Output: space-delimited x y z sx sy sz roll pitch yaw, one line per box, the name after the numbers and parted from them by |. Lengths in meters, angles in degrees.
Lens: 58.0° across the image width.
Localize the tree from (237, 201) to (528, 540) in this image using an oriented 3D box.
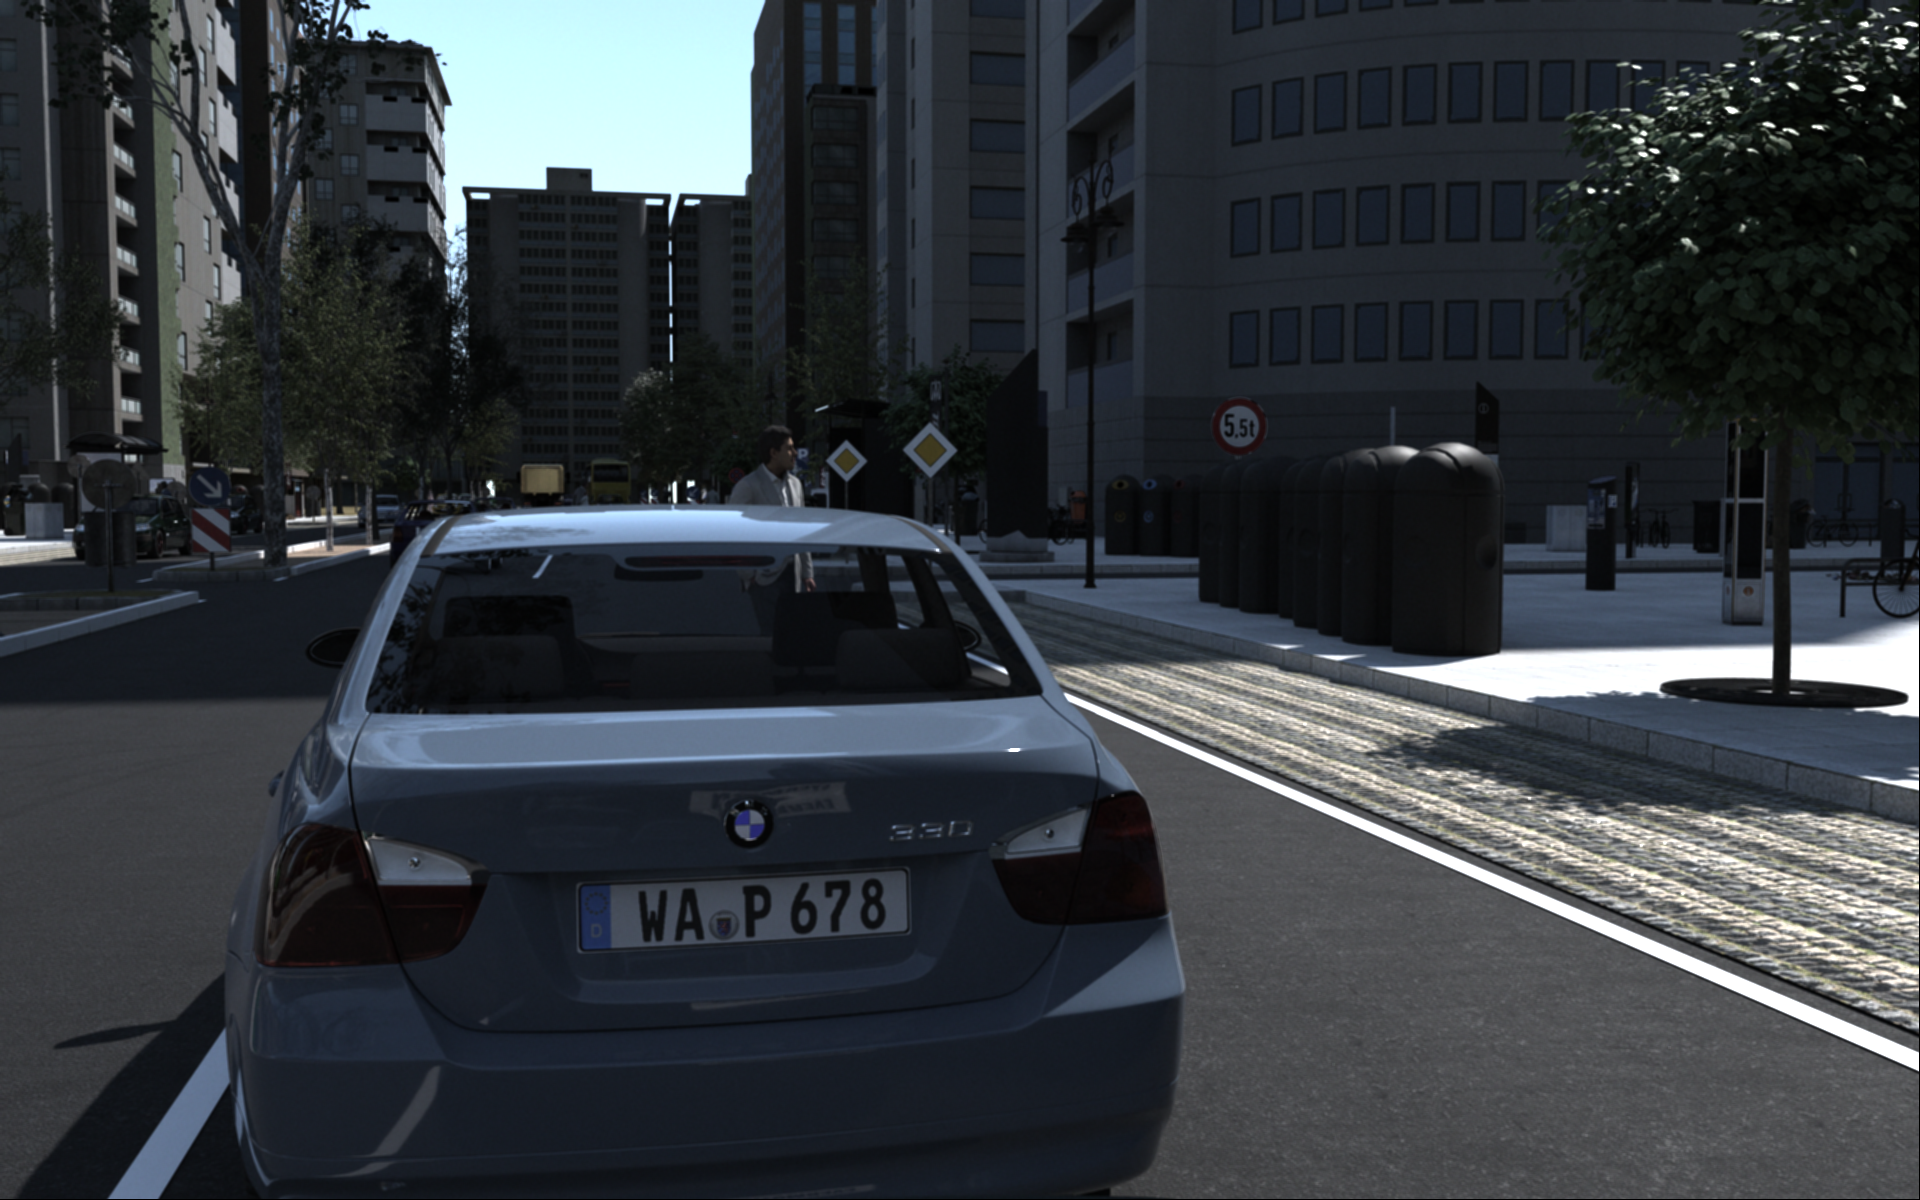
-18.235 -7.156 53.875 8.767 10.594 7.601 -1 4 -12 | tree

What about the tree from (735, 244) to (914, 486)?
-3.529 -6.214 51.953 4.737 8.622 4.395 0 3 0 | tree

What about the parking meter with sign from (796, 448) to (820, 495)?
-5.647 -4.276 66.169 0.543 3.016 1.738 1 4 19 | parking meter with sign

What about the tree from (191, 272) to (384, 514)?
-35.149 -10.389 87.987 7.486 12.596 7.792 0 3 0 | tree

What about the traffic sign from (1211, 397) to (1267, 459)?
3.664 -1.392 22.863 0.768 2.556 0.104 -1 4 -10 | traffic sign

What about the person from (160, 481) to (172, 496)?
-23.431 -2.591 51.040 0.419 1.800 0.721 -1 4 -16 | person

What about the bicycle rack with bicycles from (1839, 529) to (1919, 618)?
10.430 -0.237 17.261 2.925 0.926 2.852 -1 4 -11 | bicycle rack with bicycles

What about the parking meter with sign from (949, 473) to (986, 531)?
0.511 -3.871 59.559 1.738 3.016 0.543 0 4 -7 | parking meter with sign

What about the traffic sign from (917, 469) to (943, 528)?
-0.711 -2.651 43.342 0.884 2.594 0.081 0 4 -7 | traffic sign

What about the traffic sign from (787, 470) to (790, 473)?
-6.310 -3.696 60.538 0.768 2.556 0.104 0 4 -3 | traffic sign

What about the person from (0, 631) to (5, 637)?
-9.147 -0.202 16.067 0.640 1.303 0.475 1 4 11 | person

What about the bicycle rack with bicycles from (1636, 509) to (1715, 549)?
17.295 -1.730 41.670 2.852 0.926 2.925 2 4 29 | bicycle rack with bicycles

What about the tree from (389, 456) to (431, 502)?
-45.743 -9.784 143.684 4.285 4.588 4.351 0 3 0 | tree

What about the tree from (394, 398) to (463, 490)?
-52.312 -14.996 170.939 9.928 11.665 9.643 0 3 0 | tree

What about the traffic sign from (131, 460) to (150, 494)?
-30.910 -3.983 65.124 0.884 2.594 0.081 0 4 -7 | traffic sign

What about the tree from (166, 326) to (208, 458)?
-31.579 -7.561 73.978 4.737 8.622 4.395 0 3 0 | tree

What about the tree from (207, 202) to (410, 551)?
-15.676 -5.507 42.855 4.737 8.622 4.395 0 3 0 | tree

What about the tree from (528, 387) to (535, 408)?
-20.745 -7.966 67.120 8.767 10.594 7.601 -1 4 -12 | tree

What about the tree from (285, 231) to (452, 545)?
-16.484 -5.828 48.102 4.360 8.622 3.978 0 3 0 | tree

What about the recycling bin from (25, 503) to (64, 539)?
-26.099 -2.252 49.372 0.722 1.027 0.722 1 4 16 | recycling bin

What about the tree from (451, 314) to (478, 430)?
-19.144 -6.636 61.315 4.360 8.622 3.978 0 3 0 | tree

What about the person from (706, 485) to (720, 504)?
-10.503 -3.986 73.764 0.635 1.810 0.391 0 4 4 | person

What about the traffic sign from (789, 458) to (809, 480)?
-5.798 -3.781 61.931 0.768 2.556 0.104 0 4 -8 | traffic sign

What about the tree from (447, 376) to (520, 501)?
-25.301 -8.472 91.344 4.737 8.622 4.395 0 3 0 | tree

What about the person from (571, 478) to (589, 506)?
-9.379 -2.099 42.922 0.850 1.850 0.679 0 4 -3 | person

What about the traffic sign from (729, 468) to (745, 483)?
-10.727 -5.085 83.243 0.768 2.556 0.104 0 4 -4 | traffic sign

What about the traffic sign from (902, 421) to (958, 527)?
-0.418 -1.246 24.019 0.795 2.450 0.064 -1 4 -12 | traffic sign

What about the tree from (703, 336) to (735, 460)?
-9.427 -7.873 79.083 4.737 8.622 4.395 0 3 0 | tree

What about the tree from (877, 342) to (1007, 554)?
-0.081 -3.295 37.591 4.285 4.588 4.351 0 3 0 | tree

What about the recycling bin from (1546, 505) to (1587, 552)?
13.531 -1.597 38.659 0.722 1.027 0.722 0 4 6 | recycling bin

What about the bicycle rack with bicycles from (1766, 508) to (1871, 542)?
20.956 -1.805 42.894 2.925 0.926 2.852 -2 4 -28 | bicycle rack with bicycles

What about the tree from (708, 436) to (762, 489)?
-11.175 -6.422 88.714 4.285 4.588 4.351 0 3 0 | tree

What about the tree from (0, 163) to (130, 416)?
-25.890 -6.797 45.548 8.767 10.594 7.601 0 4 -5 | tree

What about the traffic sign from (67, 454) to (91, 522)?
-28.167 -3.382 55.401 0.768 2.556 0.104 0 4 -2 | traffic sign

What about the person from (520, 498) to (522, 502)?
-30.020 -6.846 120.561 1.348 1.807 0.705 1 4 12 | person

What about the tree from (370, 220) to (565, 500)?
-22.782 -10.044 77.049 12.009 13.543 11.850 0 3 0 | tree

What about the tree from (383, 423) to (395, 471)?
-40.399 -11.808 111.192 7.486 12.596 7.792 0 3 0 | tree

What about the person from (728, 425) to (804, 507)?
-1.199 -0.133 10.517 0.795 1.843 0.661 3 5 40 | person

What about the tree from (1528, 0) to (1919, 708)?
5.342 -1.667 10.971 4.285 4.588 4.351 0 3 0 | tree

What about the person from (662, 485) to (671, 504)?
-14.772 -4.820 86.670 0.648 1.900 0.474 3 4 38 | person

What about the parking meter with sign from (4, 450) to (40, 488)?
-37.213 -4.468 69.310 1.738 3.016 0.543 -2 4 -24 | parking meter with sign

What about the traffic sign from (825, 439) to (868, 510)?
-2.085 -1.724 31.829 0.795 2.450 0.064 -1 4 -12 | traffic sign

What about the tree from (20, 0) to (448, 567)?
-14.715 -10.728 33.753 12.611 20.169 13.585 0 3 0 | tree

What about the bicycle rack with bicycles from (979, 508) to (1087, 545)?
2.131 -1.915 44.686 2.852 0.926 2.925 -2 4 -26 | bicycle rack with bicycles

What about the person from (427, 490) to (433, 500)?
-39.798 -7.396 130.092 0.621 1.740 0.551 -1 4 -17 | person
